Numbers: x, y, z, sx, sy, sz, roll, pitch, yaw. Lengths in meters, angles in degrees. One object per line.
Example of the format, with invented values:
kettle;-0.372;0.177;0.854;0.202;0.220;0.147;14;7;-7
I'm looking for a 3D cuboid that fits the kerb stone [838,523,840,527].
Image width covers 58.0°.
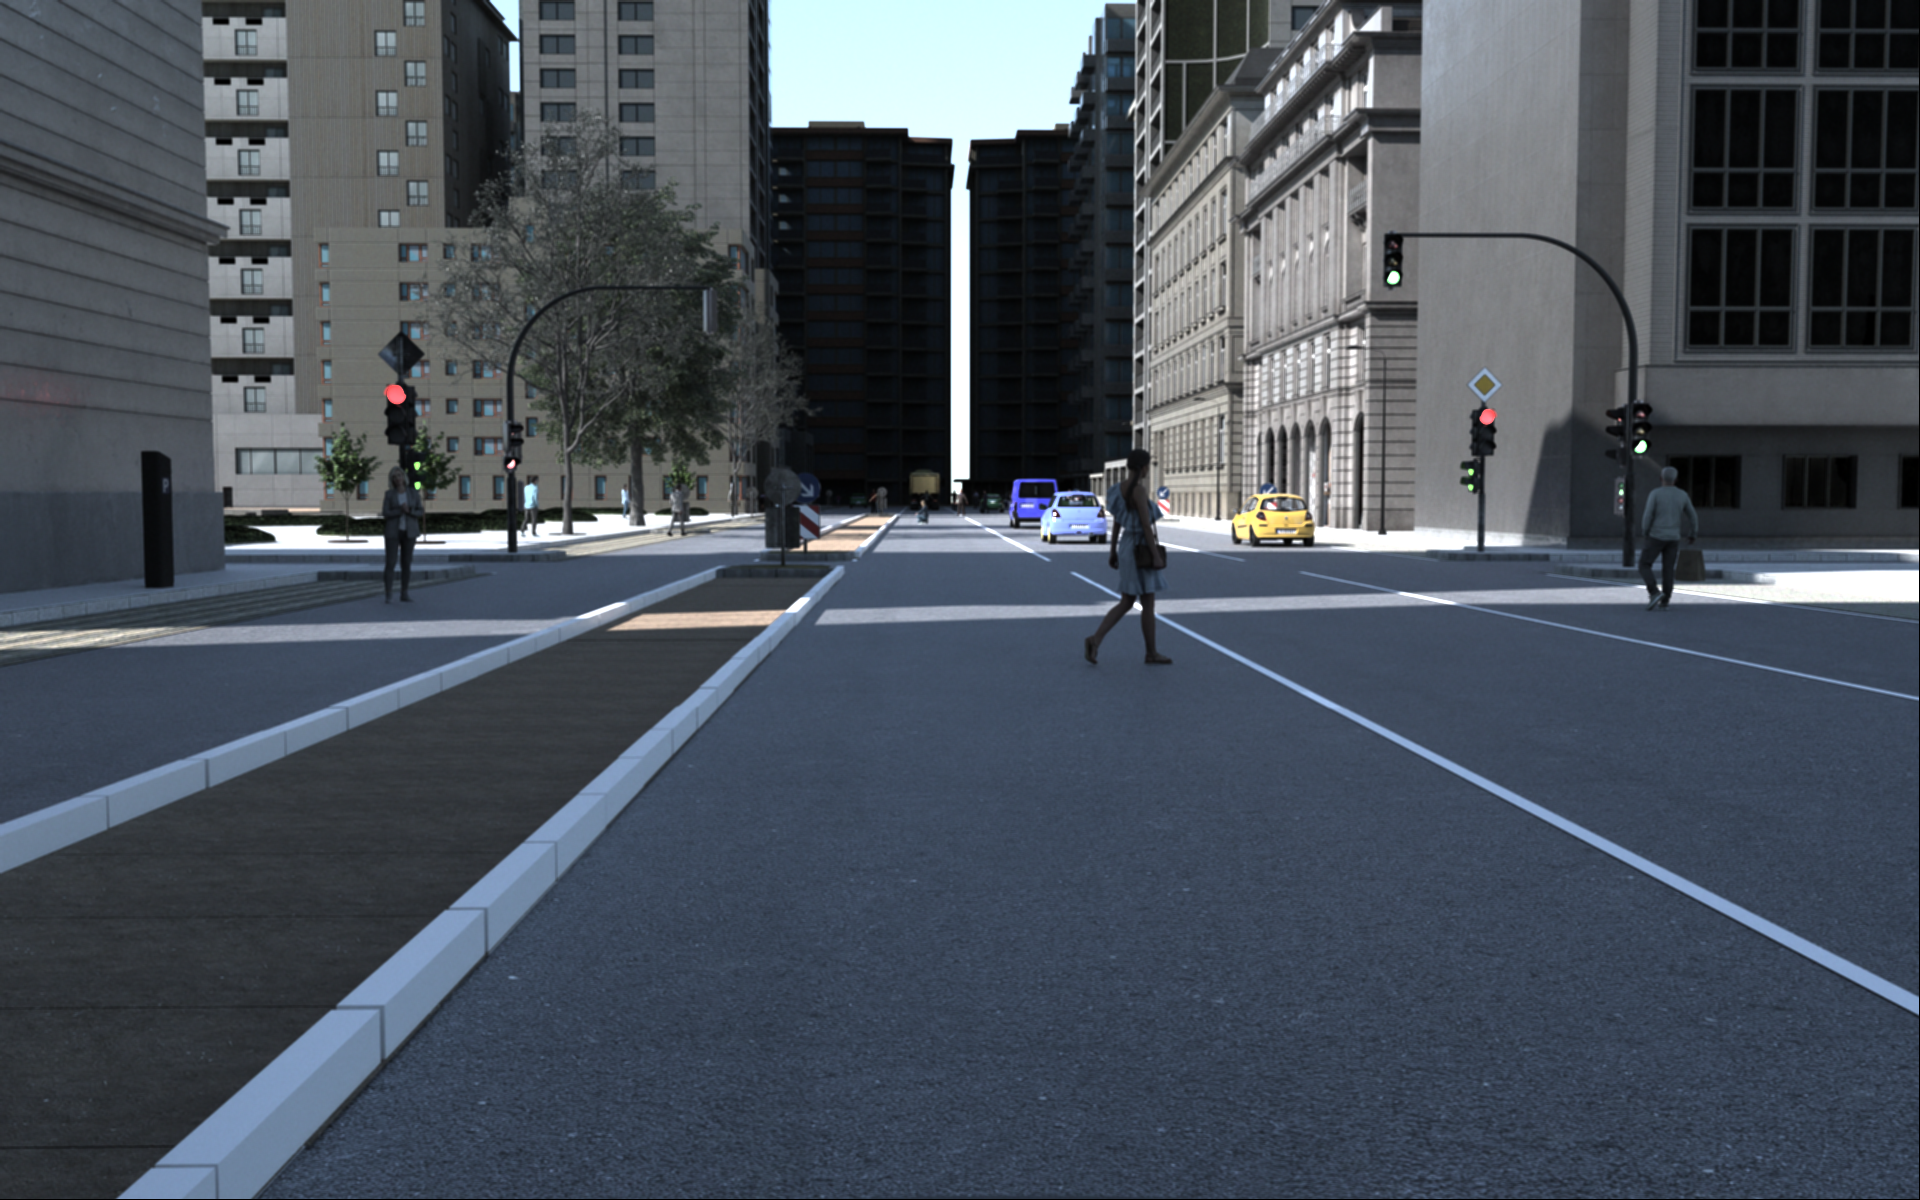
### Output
kerb stone;-5.194;-3.045;71.980;0.120;0.150;1.000;0;4;-1

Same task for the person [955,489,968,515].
person;0.083;-6.594;116.864;0.990;1.755;0.434;2;4;25

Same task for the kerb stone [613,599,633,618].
kerb stone;-3.982;0.128;20.163;0.120;0.150;1.000;0;4;-1

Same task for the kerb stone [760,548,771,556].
kerb stone;-4.426;-1.039;39.181;0.120;0.150;1.000;0;4;-1

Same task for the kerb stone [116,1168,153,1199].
kerb stone;-1.467;1.186;2.803;0.120;0.150;1.000;0;4;-1

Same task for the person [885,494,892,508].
person;-7.479;-10.197;175.364;1.348;1.807;0.705;-3;5;-43

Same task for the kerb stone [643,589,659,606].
kerb stone;-4.029;-0.002;22.224;0.120;0.150;1.000;0;4;-1

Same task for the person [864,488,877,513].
person;-6.145;-7.016;123.142;1.348;1.831;0.705;1;4;20

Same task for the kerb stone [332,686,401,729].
kerb stone;-3.761;0.688;10.945;0.120;0.150;1.000;0;4;-1

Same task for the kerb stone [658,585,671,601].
kerb stone;-4.049;-0.061;23.248;0.120;0.150;1.000;0;4;-1

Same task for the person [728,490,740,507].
person;-14.431;-6.394;110.701;0.709;1.813;0.853;-1;4;-20

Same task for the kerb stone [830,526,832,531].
kerb stone;-5.052;-2.664;65.831;0.120;0.150;1.000;0;4;-1

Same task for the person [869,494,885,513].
person;-5.421;-6.464;114.910;1.217;1.735;0.721;-1;4;-20

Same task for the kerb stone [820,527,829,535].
kerb stone;-5.008;-2.541;63.774;0.120;0.150;1.000;0;4;-1

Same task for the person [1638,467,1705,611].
person;8.820;-0.760;21.417;0.782;1.767;0.515;0;4;-4

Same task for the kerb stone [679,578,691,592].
kerb stone;-4.099;-0.190;25.307;0.120;0.150;1.000;0;4;-1

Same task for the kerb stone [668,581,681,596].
kerb stone;-4.075;-0.127;24.277;0.120;0.150;1.000;0;4;-1

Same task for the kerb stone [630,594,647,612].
kerb stone;-4.004;0.065;21.186;0.120;0.150;1.000;0;4;-1

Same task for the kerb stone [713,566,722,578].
kerb stone;-4.206;-0.437;29.397;0.120;0.150;1.000;0;4;-1

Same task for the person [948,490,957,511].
person;-0.466;-8.595;149.058;1.348;1.821;0.705;2;4;25

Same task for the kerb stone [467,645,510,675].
kerb stone;-3.840;0.500;14.015;0.120;0.150;1.000;0;4;-1

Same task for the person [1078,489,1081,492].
person;10.766;-9.158;156.448;0.551;1.740;0.621;-3;5;-43

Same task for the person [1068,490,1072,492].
person;7.657;-6.786;120.118;0.551;1.740;0.621;2;4;27

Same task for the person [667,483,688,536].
person;-9.631;-3.067;58.913;0.678;1.792;0.850;2;4;34

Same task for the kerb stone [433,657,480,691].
kerb stone;-3.808;0.565;12.989;0.120;0.150;1.000;0;4;-1

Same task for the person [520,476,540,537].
person;-12.842;-2.789;51.658;0.660;1.820;0.620;2;4;28

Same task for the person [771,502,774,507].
person;-13.669;-7.153;126.256;0.557;1.426;1.065;0;4;2

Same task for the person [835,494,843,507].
person;-13.307;-10.891;189.796;0.991;1.433;0.599;-2;4;-29

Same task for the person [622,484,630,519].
person;-17.004;-4.995;87.977;0.793;1.790;0.793;-2;4;-33

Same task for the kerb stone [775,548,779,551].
kerb stone;-4.477;-1.164;41.225;0.120;0.150;1.000;0;4;-1

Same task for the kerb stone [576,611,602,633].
kerb stone;-3.930;0.249;18.119;0.120;0.150;1.000;0;4;-1

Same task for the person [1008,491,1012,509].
person;4.293;-8.456;147.427;0.551;1.740;0.621;0;4;-7

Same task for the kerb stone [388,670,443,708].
kerb stone;-3.787;0.627;11.967;0.120;0.150;1.000;0;4;-1

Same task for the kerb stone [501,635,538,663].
kerb stone;-3.860;0.439;15.048;0.120;0.150;1.000;0;4;-1

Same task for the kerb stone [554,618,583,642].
kerb stone;-3.903;0.312;17.096;0.120;0.150;1.000;0;4;-1

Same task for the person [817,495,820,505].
person;-15.499;-11.192;189.965;0.436;1.711;0.756;0;4;3

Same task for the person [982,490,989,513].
person;1.852;-7.254;128.025;0.530;1.710;0.541;-1;4;-16

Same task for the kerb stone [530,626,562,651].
kerb stone;-3.883;0.378;16.069;0.120;0.150;1.000;0;4;-1

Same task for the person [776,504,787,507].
person;-9.089;-4.847;88.334;0.593;1.750;0.643;-2;4;-30

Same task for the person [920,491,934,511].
person;-2.871;-8.580;149.563;1.217;1.735;0.721;0;4;3

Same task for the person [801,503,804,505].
person;-11.830;-7.411;130.499;1.217;1.723;0.721;0;4;-7

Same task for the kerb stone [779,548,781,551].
kerb stone;-4.503;-1.221;42.249;0.120;0.150;1.000;0;4;-1

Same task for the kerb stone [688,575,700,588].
kerb stone;-4.120;-0.248;26.329;0.120;0.150;1.000;0;4;-1

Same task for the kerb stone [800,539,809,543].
kerb stone;-4.743;-1.854;52.504;0.120;0.150;1.000;0;4;-1

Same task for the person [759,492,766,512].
person;-13.995;-6.934;122.642;0.421;1.427;0.697;0;4;6

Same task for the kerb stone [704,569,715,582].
kerb stone;-4.168;-0.378;28.372;0.120;0.150;1.000;0;4;-1

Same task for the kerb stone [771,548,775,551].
kerb stone;-4.448;-1.101;40.204;0.120;0.150;1.000;0;4;-1

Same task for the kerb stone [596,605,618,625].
kerb stone;-3.953;0.187;19.141;0.120;0.150;1.000;0;4;-1

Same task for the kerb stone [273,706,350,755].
kerb stone;-3.737;0.756;9.918;0.120;0.150;1.000;0;4;-1

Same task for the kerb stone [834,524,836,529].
kerb stone;-5.123;-2.856;68.897;0.120;0.150;1.000;0;4;-1

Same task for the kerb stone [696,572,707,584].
kerb stone;-4.154;-0.311;27.350;0.120;0.150;1.000;0;4;-1

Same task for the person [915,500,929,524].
person;-1.864;-4.196;82.610;0.738;1.151;1.012;0;4;7

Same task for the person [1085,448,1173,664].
person;1.448;-0.357;14.439;0.778;1.811;0.616;-1;4;-19

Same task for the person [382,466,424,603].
person;-7.384;-0.875;22.984;0.537;1.800;0.526;-1;4;-20

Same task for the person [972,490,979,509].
person;1.414;-9.625;165.743;0.599;1.838;0.709;-3;5;-42
